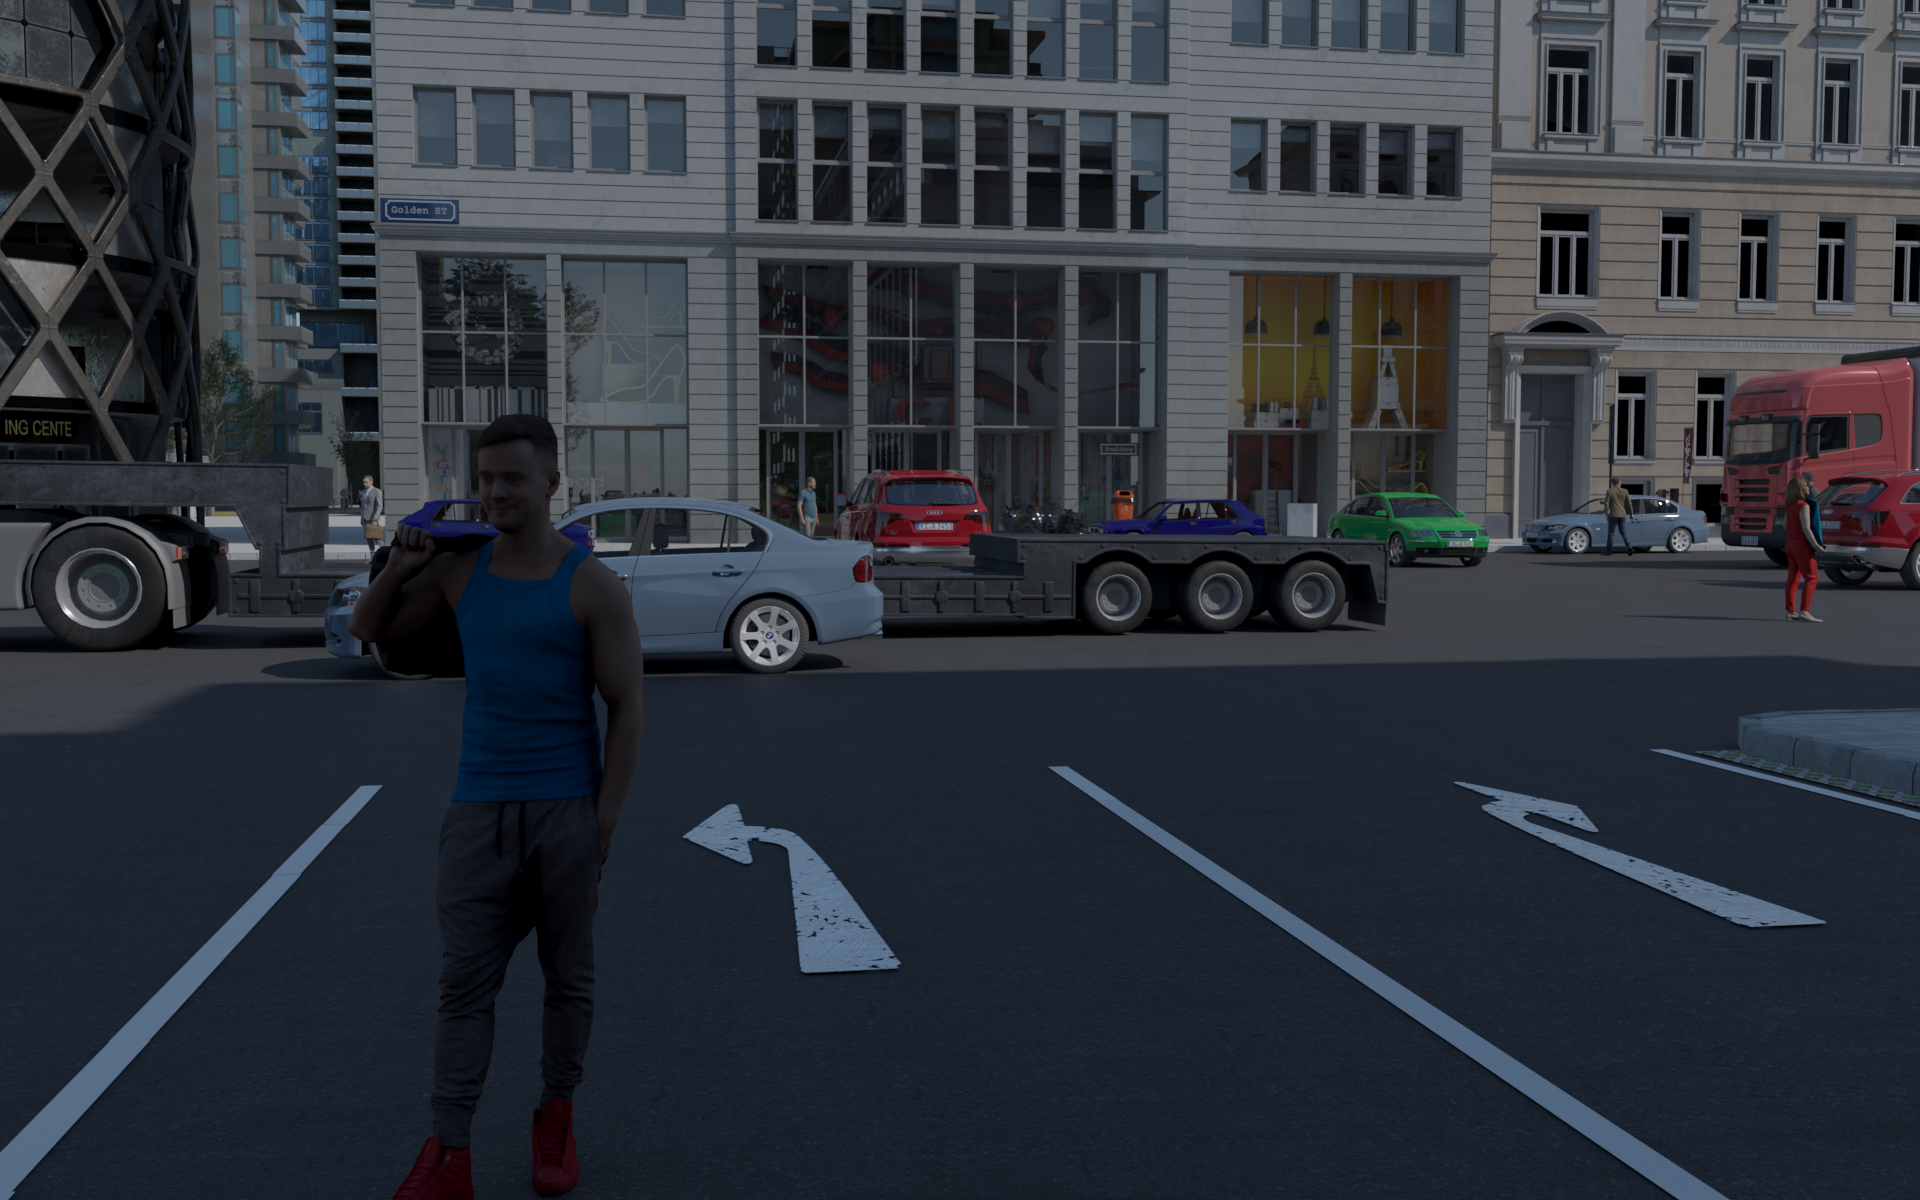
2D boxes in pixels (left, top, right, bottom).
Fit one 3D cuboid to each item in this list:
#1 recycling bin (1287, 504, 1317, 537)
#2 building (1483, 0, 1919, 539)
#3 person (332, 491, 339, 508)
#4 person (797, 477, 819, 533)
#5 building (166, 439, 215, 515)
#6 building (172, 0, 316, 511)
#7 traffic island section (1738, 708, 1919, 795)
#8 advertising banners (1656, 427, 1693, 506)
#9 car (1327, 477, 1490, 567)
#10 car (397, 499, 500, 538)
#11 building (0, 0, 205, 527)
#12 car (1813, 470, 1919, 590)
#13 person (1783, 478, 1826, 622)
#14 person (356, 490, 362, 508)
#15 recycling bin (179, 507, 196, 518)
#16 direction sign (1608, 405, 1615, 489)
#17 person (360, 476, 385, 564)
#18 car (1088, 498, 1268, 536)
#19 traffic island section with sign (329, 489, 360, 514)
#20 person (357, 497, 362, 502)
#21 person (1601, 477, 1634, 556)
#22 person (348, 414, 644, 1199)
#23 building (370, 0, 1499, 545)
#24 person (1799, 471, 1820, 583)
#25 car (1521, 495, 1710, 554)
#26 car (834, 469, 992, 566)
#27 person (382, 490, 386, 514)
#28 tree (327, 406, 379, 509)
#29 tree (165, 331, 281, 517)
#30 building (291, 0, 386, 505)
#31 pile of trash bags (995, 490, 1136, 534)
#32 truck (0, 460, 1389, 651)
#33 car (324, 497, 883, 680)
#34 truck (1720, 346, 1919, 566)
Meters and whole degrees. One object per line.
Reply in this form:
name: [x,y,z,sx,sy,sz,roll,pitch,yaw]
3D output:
recycling bin: [9.093,-2.046,46.014,0.722,1.027,0.722,1,4,17]
building: [23.456,-16.545,56.412,20.117,28.700,13.634,-1,4,-10]
person: [-66.805,-10.736,184.754,0.721,1.735,1.217,3,4,37]
person: [-3.345,-1.824,38.444,0.434,1.807,0.598,3,5,43]
building: [-58.041,-40.780,105.005,20.563,71.187,20.611,-1,4,-10]
building: [-69.439,-31.832,140.054,30.456,49.044,23.786,-1,4,-10]
traffic island section: [5.430,0.822,8.839,2.009,0.180,2.903,-1,4,-10]
advertising banners: [19.092,-3.065,46.303,0.090,3.025,2.074,0,4,-2]
car: [9.172,-1.643,35.663,1.959,1.807,4.718,-1,4,-12]
car: [-9.367,-1.380,35.146,3.894,1.354,1.945,-1,4,-9]
building: [-30.314,-11.085,48.687,16.811,18.784,16.820,-1,4,-10]
car: [15.689,-1.108,26.787,5.304,1.827,2.281,-1,4,-10]
person: [9.543,-0.574,19.588,0.444,1.614,0.593,2,4,25]
person: [-60.034,-10.079,173.274,0.705,1.826,1.348,-3,5,-45]
recycling bin: [-40.807,-4.836,91.621,0.722,1.027,0.722,1,4,11]
direction sign: [16.627,-3.196,44.259,0.379,3.537,0.876,1,4,14]
person: [-12.116,-1.653,35.644,0.709,1.813,0.853,1,4,23]
car: [4.805,-1.594,38.639,3.894,1.354,1.945,-1,4,-10]
traffic island section with sign: [-44.238,-7.088,124.514,1.989,1.847,2.006,-1,4,-10]
person: [-39.974,-6.617,116.709,1.348,1.821,0.705,0,4,6]
person: [15.325,-1.948,40.265,0.656,1.842,0.836,-2,4,-30]
person: [-0.978,0.415,3.581,0.647,1.594,0.662,0,4,0]
building: [-0.790,-16.678,50.182,29.804,29.767,11.434,-1,4,-10]
person: [13.678,-1.184,27.984,0.434,1.807,0.598,3,4,38]
car: [15.980,-1.854,42.315,4.499,1.417,2.014,-1,4,-12]
car: [-0.825,-1.175,27.883,2.281,1.827,5.304,-1,4,-10]
person: [-40.848,-6.946,122.856,1.217,1.735,0.721,-1,4,-20]
tree: [-50.626,-11.850,144.115,4.360,8.622,3.978,0,3,0]
tree: [-42.567,-10.042,98.606,7.601,10.594,8.767,0,4,-5]
building: [-67.362,-54.580,205.052,31.000,86.520,22.319,-1,4,-10]
pile of trash bags: [2.652,-2.010,42.612,3.447,1.369,1.912,-1,4,-13]
truck: [-4.962,-1.683,17.274,18.799,4.110,2.967,-1,4,-11]
car: [-2.892,-0.144,14.352,4.499,1.417,2.014,-1,4,-10]
truck: [20.177,-2.769,34.192,11.283,4.237,2.839,-1,4,-9]
